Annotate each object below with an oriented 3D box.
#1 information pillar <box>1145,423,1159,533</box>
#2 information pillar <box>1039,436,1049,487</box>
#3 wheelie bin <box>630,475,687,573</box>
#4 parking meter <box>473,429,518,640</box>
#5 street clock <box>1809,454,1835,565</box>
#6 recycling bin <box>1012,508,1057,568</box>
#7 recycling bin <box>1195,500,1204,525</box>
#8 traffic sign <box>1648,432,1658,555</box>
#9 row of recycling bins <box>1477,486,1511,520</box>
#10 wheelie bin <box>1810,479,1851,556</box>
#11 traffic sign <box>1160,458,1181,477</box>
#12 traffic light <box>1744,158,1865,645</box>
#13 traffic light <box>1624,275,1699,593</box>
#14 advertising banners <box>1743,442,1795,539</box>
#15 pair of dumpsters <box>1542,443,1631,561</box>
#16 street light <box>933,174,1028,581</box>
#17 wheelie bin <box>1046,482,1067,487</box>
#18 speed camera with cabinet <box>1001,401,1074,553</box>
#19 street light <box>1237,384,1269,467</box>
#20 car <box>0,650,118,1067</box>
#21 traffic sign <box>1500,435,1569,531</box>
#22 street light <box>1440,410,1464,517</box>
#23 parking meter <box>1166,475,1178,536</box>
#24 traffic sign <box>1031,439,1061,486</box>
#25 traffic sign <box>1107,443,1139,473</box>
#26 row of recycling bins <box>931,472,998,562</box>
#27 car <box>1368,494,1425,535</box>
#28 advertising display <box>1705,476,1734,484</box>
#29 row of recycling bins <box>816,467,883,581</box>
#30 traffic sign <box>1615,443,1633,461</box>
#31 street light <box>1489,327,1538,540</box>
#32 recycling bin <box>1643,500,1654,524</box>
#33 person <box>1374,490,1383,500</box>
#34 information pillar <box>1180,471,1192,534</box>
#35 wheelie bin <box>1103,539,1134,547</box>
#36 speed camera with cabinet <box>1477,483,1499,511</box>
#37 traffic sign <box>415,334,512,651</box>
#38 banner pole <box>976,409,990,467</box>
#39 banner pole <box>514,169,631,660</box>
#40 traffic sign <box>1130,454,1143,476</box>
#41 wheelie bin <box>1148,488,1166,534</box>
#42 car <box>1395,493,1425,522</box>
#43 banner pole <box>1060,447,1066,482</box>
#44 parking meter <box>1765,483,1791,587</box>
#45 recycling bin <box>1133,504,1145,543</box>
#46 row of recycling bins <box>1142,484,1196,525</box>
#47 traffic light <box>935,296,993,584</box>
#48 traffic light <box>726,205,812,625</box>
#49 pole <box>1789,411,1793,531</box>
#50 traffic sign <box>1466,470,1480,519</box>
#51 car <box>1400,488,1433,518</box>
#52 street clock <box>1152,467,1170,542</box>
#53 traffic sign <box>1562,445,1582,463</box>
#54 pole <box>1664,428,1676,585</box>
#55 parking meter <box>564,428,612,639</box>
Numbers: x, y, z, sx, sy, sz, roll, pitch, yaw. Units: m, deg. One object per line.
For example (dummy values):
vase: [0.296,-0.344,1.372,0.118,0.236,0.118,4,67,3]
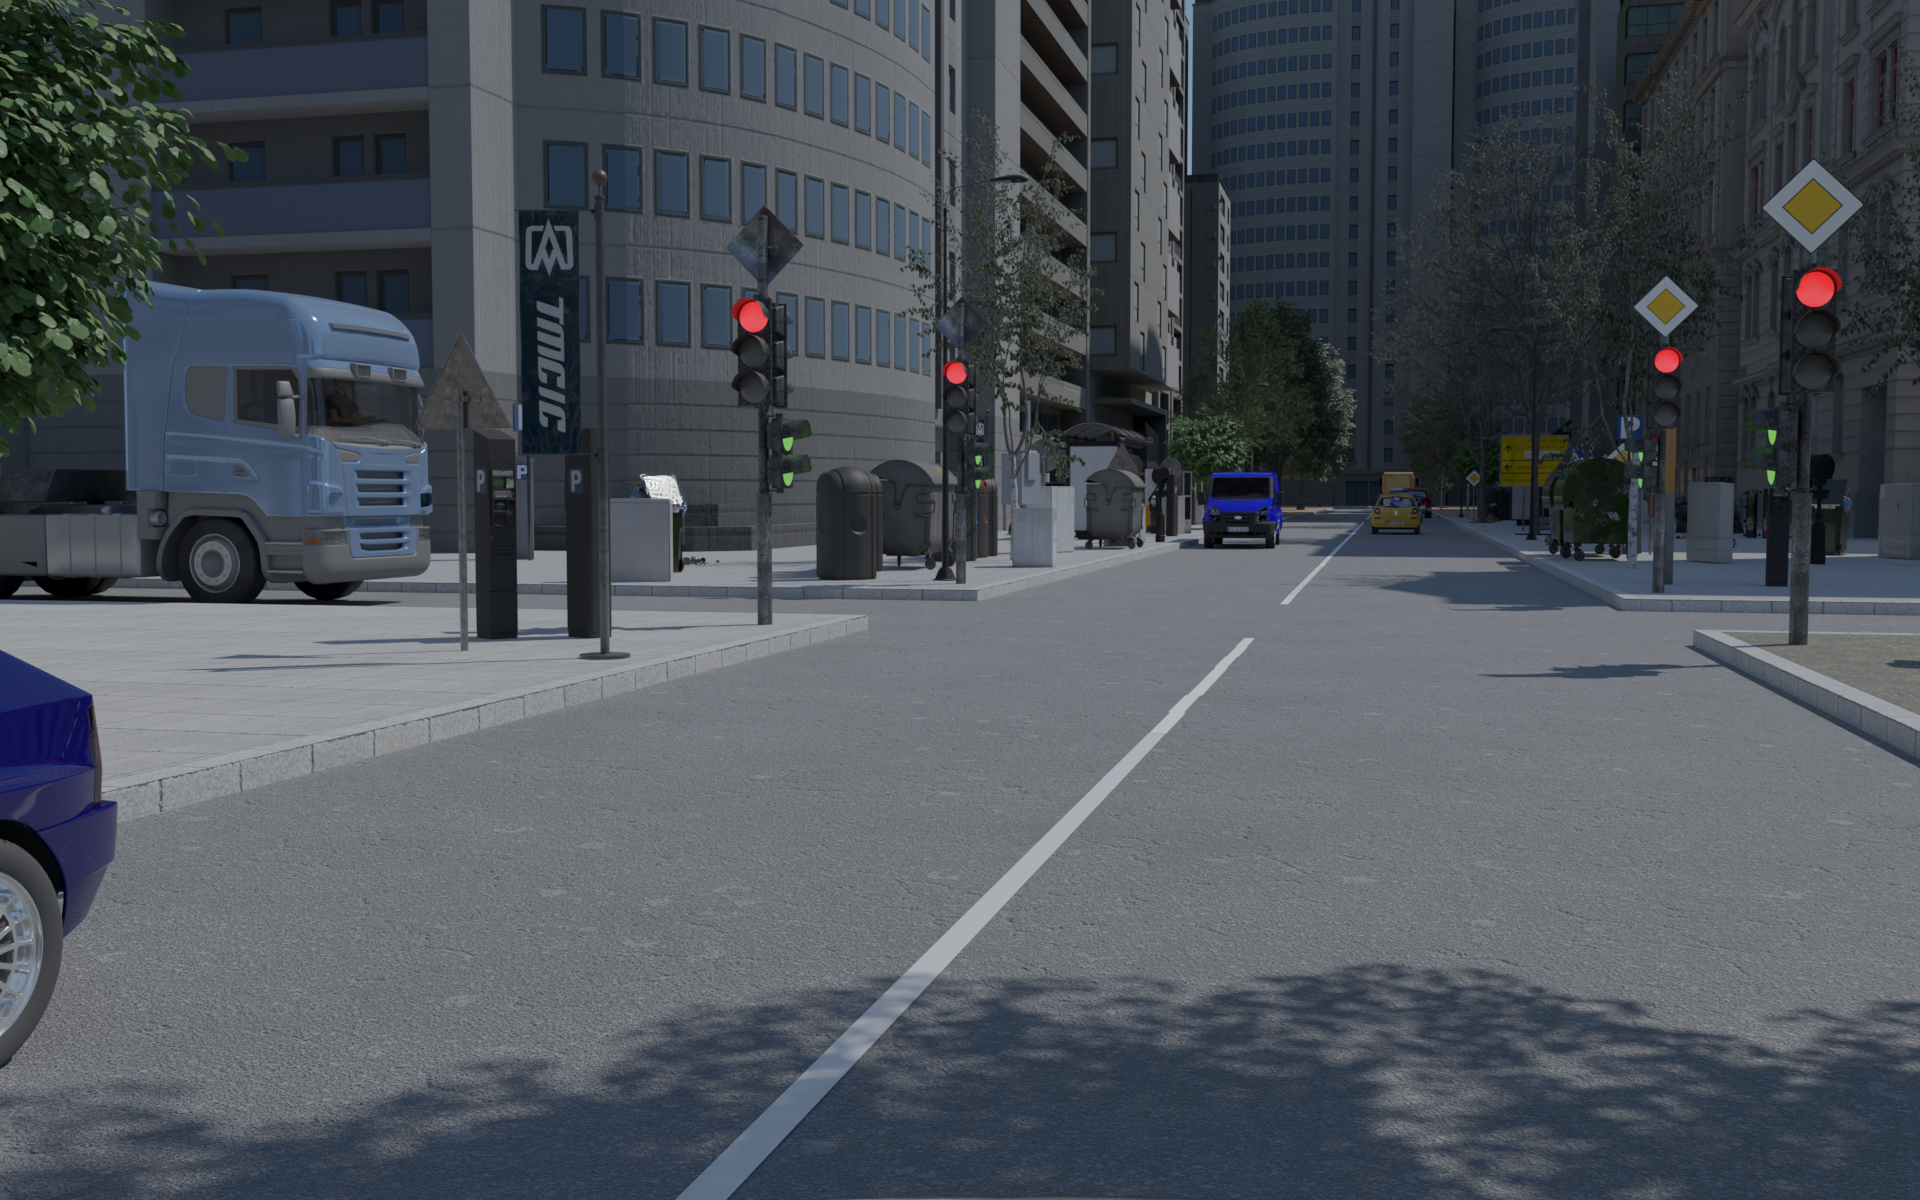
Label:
information pillar: [6.335,-4.035,57.323,0.504,3.616,0.183,-2,4,-27]
information pillar: [3.339,-4.725,68.602,0.504,3.616,0.183,3,5,40]
wheelie bin: [-4.960,-1.245,28.270,0.980,1.594,0.693,-3,5,-42]
parking meter: [-4.127,-0.592,15.398,0.255,1.863,0.399,-3,4,-39]
street clock: [15.649,-1.650,31.547,0.471,2.002,0.358,-1,4,-19]
recycling bin: [1.317,-1.103,30.593,0.722,1.027,0.722,1,4,9]
recycling bin: [9.909,-3.702,73.081,0.722,1.027,0.722,1,4,9]
traffic sign: [14.607,-2.238,36.588,0.884,2.594,0.081,1,4,14]
row of recycling bins: [26.583,-4.765,85.023,3.534,1.692,1.069,-3,5,-44]
wheelie bin: [18.228,-1.739,36.346,0.980,1.594,0.693,3,5,45]
traffic sign: [7.328,-3.689,60.426,0.768,2.556,0.104,1,4,21]
traffic light: [7.139,-1.575,14.679,0.839,4.253,0.868,1,4,14]
traffic light: [9.070,-2.049,22.428,0.839,4.253,0.868,1,4,14]
advertising banners: [23.255,-3.277,49.768,0.090,3.025,2.074,-1,4,-12]
pair of dumpsters: [12.703,-1.978,34.840,1.574,2.255,4.437,1,4,14]
street light: [0.307,-3.233,25.397,1.470,5.913,1.316,1,4,14]
wheelie bin: [2.528,-2.312,45.710,0.980,1.594,0.693,0,4,-7]
speed camera with cabinet: [1.695,-2.635,37.413,0.660,3.252,2.038,3,4,37]
street light: [12.278,-6.150,73.097,1.470,5.913,1.316,1,4,14]
car: [-3.562,0.576,3.164,1.945,1.354,3.894,1,4,16]
traffic sign: [19.858,-4.041,59.939,2.265,3.308,0.079,1,4,14]
street light: [27.095,-7.514,95.391,1.470,5.913,1.316,1,4,14]
parking meter: [6.437,-2.864,52.533,0.255,1.863,0.399,2,4,30]
traffic sign: [1.932,-2.433,39.889,0.768,2.556,0.104,1,4,16]
traffic sign: [4.087,-2.680,43.829,0.884,2.594,0.081,1,4,20]
row of recycling bins: [0.071,-1.674,34.486,1.069,1.692,3.534,1,4,10]
car: [15.788,-3.208,62.668,2.015,1.641,3.980,1,4,14]
advertising display: [27.741,-3.555,63.339,0.974,1.923,0.123,1,4,20]
row of recycling bins: [-1.749,-1.240,27.386,1.069,1.692,3.534,0,4,0]
traffic sign: [14.906,-2.314,39.019,0.795,2.450,0.064,1,4,17]
street light: [15.416,-4.632,48.268,1.470,5.913,1.316,1,4,14]
recycling bin: [30.329,-3.856,75.601,0.722,1.027,0.722,-1,4,-22]
person: [34.940,-8.240,143.938,1.217,1.736,0.721,-1,4,-18]
information pillar: [7.327,-3.166,56.263,0.304,2.012,0.304,-1,4,-16]
wheelie bin: [3.822,-2.110,42.412,0.980,1.594,0.693,-2,4,-25]
speed camera with cabinet: [29.033,-6.095,93.996,2.038,3.252,0.660,-2,4,-29]
traffic sign: [-4.060,-0.863,14.116,0.884,2.594,0.081,1,4,16]
banner pole: [0.679,-3.735,51.077,0.401,3.779,0.863,2,4,35]
banner pole: [-3.015,-1.434,13.471,0.863,3.779,0.401,0,4,0]
traffic sign: [5.485,-3.399,55.688,0.768,2.556,0.104,1,4,20]
wheelie bin: [6.537,-2.967,56.410,0.693,1.594,0.980,1,4,22]
car: [22.836,-4.844,88.783,1.945,1.707,3.694,1,4,14]
banner pole: [4.758,-5.574,81.147,0.863,3.779,0.401,3,5,40]
parking meter: [11.364,-1.122,24.053,0.255,1.863,0.399,1,4,19]
recycling bin: [4.401,-2.007,45.371,0.722,1.027,0.722,2,4,28]
row of recycling bins: [8.007,-3.961,71.878,3.534,1.692,1.069,1,4,12]
traffic light: [0.030,-2.186,24.655,0.839,4.253,0.868,1,4,14]
traffic light: [-1.901,-1.712,16.906,0.839,4.253,0.868,1,4,14]
pole: [20.347,-2.984,42.632,0.158,3.312,0.155,0,3,0]
traffic sign: [24.619,-5.002,82.975,0.795,2.450,0.064,1,4,18]
car: [27.401,-5.866,104.587,2.281,1.827,5.304,1,4,13]
street clock: [5.324,-2.535,46.022,0.471,2.002,0.358,-3,5,-41]
traffic sign: [15.973,-2.736,44.841,0.768,2.556,0.104,1,4,19]
pole: [10.024,-1.876,24.510,0.158,3.312,0.155,0,3,0]
parking meter: [-3.331,-0.599,15.502,0.399,1.863,0.255,3,5,44]
